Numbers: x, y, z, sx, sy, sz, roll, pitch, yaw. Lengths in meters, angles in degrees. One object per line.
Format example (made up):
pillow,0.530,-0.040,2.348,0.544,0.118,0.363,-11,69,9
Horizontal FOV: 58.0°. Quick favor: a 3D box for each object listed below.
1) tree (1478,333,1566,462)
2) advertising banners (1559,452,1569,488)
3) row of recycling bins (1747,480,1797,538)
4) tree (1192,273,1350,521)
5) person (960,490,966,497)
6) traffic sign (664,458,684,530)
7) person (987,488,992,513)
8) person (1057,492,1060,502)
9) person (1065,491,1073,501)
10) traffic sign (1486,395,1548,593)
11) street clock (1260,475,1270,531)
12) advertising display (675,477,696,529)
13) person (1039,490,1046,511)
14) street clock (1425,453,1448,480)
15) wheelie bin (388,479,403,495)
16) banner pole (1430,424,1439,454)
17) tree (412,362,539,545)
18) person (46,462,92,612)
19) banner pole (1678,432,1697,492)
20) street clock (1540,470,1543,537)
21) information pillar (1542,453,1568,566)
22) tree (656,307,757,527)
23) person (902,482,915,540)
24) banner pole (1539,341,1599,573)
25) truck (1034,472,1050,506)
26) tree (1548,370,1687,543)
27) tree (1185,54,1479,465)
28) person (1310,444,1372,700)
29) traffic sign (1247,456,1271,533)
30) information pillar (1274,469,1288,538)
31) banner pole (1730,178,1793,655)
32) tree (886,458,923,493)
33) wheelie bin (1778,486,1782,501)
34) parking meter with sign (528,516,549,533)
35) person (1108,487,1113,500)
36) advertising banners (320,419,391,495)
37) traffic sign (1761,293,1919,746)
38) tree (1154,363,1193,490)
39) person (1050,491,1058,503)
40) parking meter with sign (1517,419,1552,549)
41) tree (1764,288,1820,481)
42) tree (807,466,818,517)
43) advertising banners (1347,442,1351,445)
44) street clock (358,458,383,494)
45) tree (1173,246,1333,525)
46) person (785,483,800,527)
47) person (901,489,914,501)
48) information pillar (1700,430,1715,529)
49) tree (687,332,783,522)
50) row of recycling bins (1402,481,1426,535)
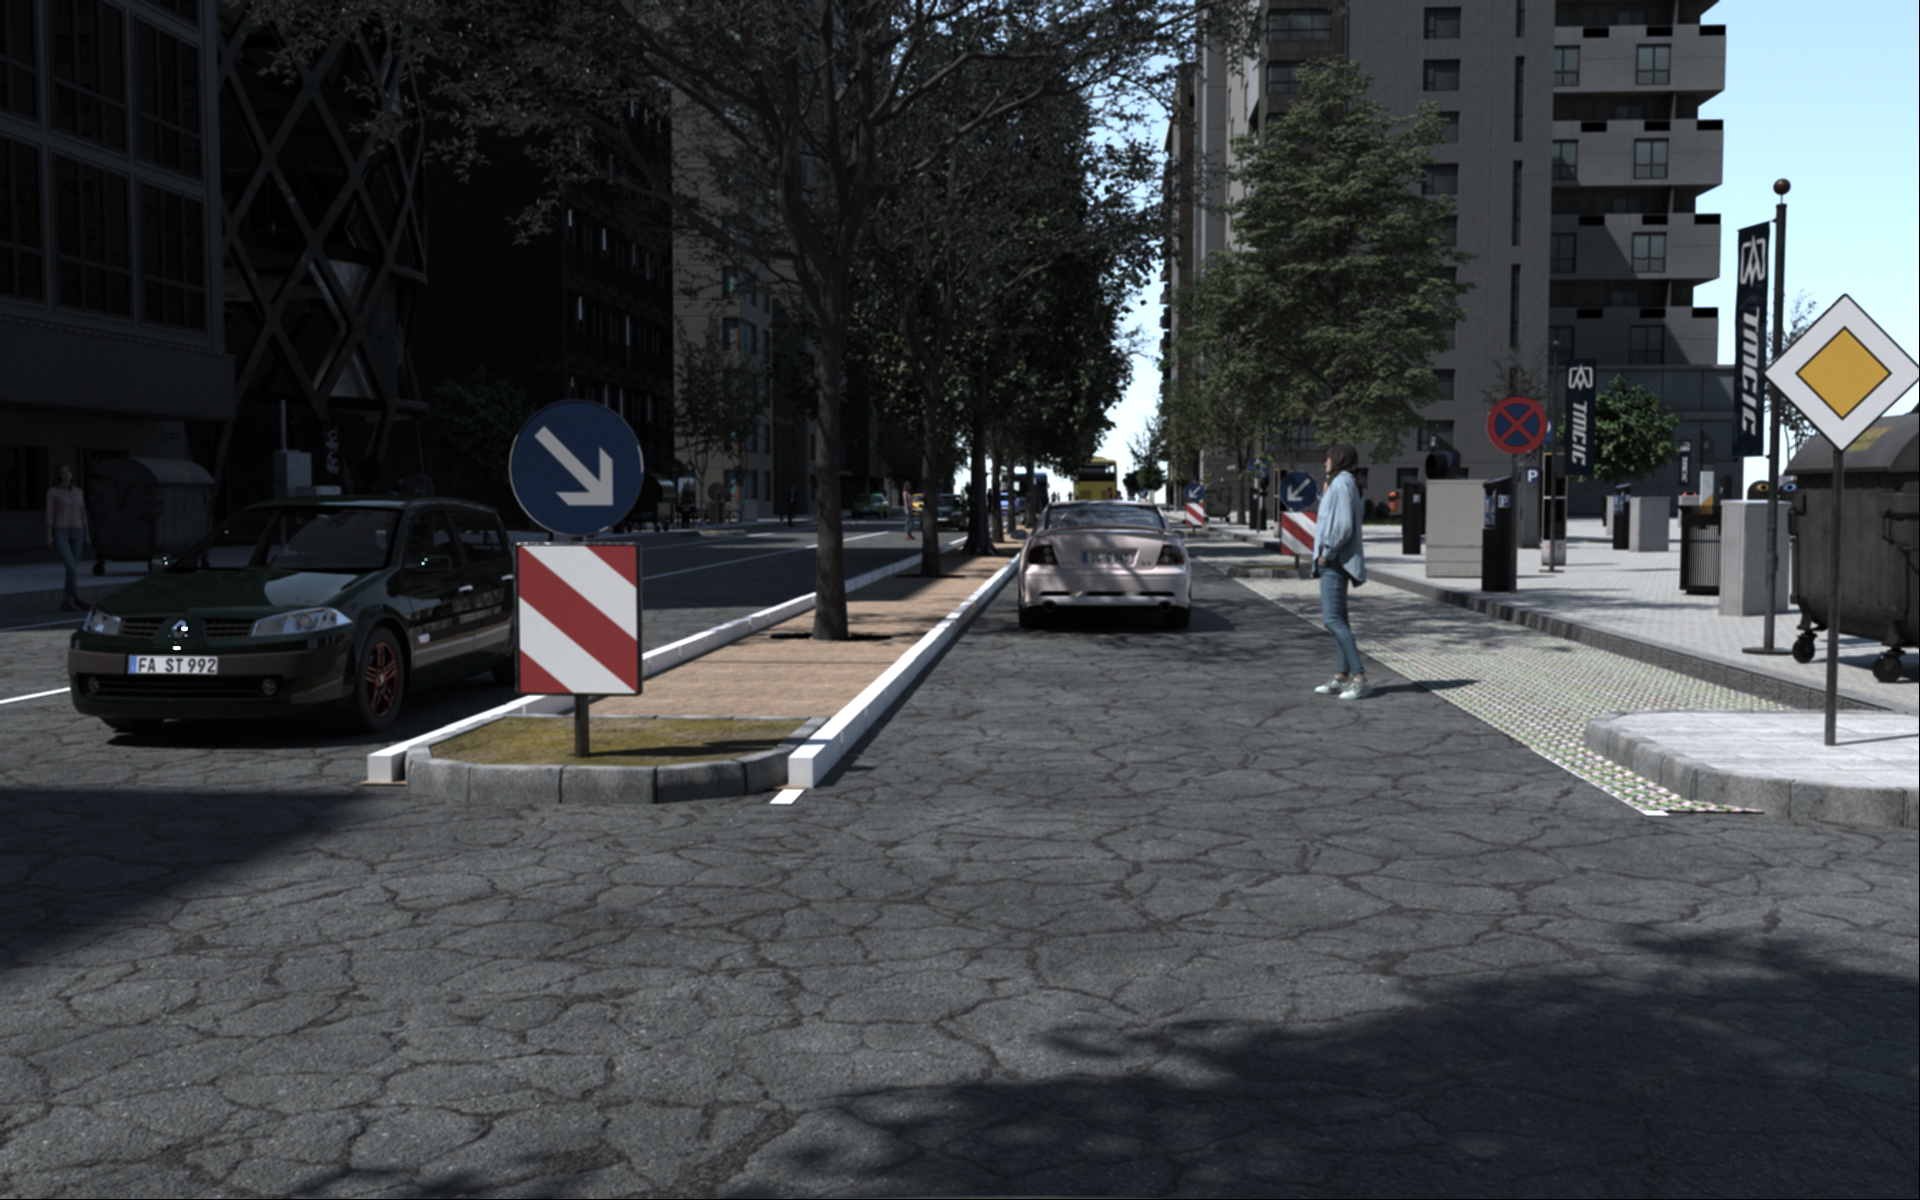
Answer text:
tree,26.215,-7.933,80.068,4.360,8.622,3.978,0,3,0
advertising banners,24.180,-4.609,71.552,2.074,3.025,0.090,2,4,31
row of recycling bins,24.976,-2.686,51.021,1.069,1.692,3.534,-3,5,-42
tree,10.157,-6.308,53.493,4.737,8.622,4.395,0,3,0
person,0.165,-6.918,122.274,0.621,1.740,0.551,0,4,-4
traffic sign,-10.149,-3.750,61.411,0.768,2.556,0.104,1,4,11
person,2.260,-7.432,129.643,0.705,1.869,1.348,-1,4,-17
person,13.435,-13.765,234.345,0.721,1.735,1.217,0,4,-5
person,12.932,-11.895,202.993,1.348,1.822,0.705,-1,4,-10
traffic sign,7.165,-1.361,22.352,0.768,2.556,0.104,1,4,11
street clock,10.658,-3.441,60.822,0.358,2.002,0.471,-1,4,-17
advertising display,-10.191,-3.614,64.295,0.123,1.923,0.974,2,4,34
person,6.874,-8.269,144.404,0.721,1.736,1.217,2,4,28
street clock,8.492,-1.610,30.901,0.358,2.002,0.471,-1,4,-10
wheelie bin,-12.009,-1.818,37.635,0.693,1.594,0.980,1,4,20
banner pole,17.145,-4.440,62.616,0.401,3.779,0.863,0,4,-6
tree,-11.945,-3.648,43.361,4.285,4.588,4.351,0,3,0
person,-10.897,-0.772,21.129,0.388,1.821,0.555,1,4,22
banner pole,29.311,-4.874,69.705,0.401,3.779,0.863,-3,5,-41
street clock,17.253,-2.862,51.357,0.358,2.002,0.471,-1,4,-17
information pillar,10.643,-1.621,30.992,0.304,2.012,0.304,-1,4,-20
tree,-10.144,-7.210,68.250,4.737,8.622,4.395,0,3,0
person,-1.610,-2.801,54.308,0.388,1.821,0.555,0,4,3
banner pole,9.934,-2.339,28.255,0.863,3.779,0.401,2,4,25
truck,9.893,-13.940,217.676,2.967,4.110,18.799,0,4,4
tree,17.468,-3.816,46.106,4.285,4.588,4.351,0,3,0
tree,9.902,-7.817,45.939,7.486,12.596,7.792,0,3,0
person,2.730,-0.219,12.344,0.793,1.790,0.793,-1,4,-17
traffic sign,9.790,-3.466,56.782,0.768,2.556,0.104,1,4,9
information pillar,9.384,-2.822,50.632,0.304,2.012,0.304,-1,4,-13
banner pole,6.501,-1.472,14.082,0.401,3.779,0.863,0,4,-5
tree,-4.658,-10.071,148.381,4.285,4.588,4.351,0,3,0
wheelie bin,31.469,-3.538,65.755,0.980,1.594,0.693,0,4,6
parking meter with sign,-14.222,-3.792,58.268,0.543,3.016,1.738,-2,4,-34
person,8.757,-5.639,100.634,0.705,1.831,1.348,1,4,13
advertising banners,-13.905,-2.706,40.437,2.074,3.025,0.090,0,4,6
traffic sign,4.438,-0.314,8.777,0.795,2.450,0.064,0,4,4
tree,12.609,-8.083,82.524,4.737,8.622,4.395,0,3,0
person,9.324,-9.954,172.183,0.756,1.711,0.436,1,4,19
parking meter with sign,13.439,-2.731,40.908,0.543,3.016,1.738,0,4,1
tree,29.763,-6.791,61.399,4.360,8.622,3.978,0,3,0
tree,-7.739,-6.398,99.212,1.663,3.219,1.824,0,3,0
advertising banners,13.402,-3.845,59.058,0.090,3.025,2.074,2,4,25
street clock,-11.815,-1.845,34.735,0.471,2.002,0.358,-1,4,-18
tree,11.790,-8.928,71.724,9.928,11.665,9.643,0,3,0
person,-7.418,-4.216,76.793,0.474,1.900,0.648,2,4,32
person,-3.639,-7.204,126.375,1.348,1.812,0.705,1,4,18
information pillar,27.203,-4.388,63.093,0.504,3.616,0.183,-1,4,-8
tree,-10.051,-7.800,77.890,4.360,8.622,3.978,0,3,0
row of recycling bins,15.232,-2.836,53.481,1.069,1.692,3.534,-3,5,-43
